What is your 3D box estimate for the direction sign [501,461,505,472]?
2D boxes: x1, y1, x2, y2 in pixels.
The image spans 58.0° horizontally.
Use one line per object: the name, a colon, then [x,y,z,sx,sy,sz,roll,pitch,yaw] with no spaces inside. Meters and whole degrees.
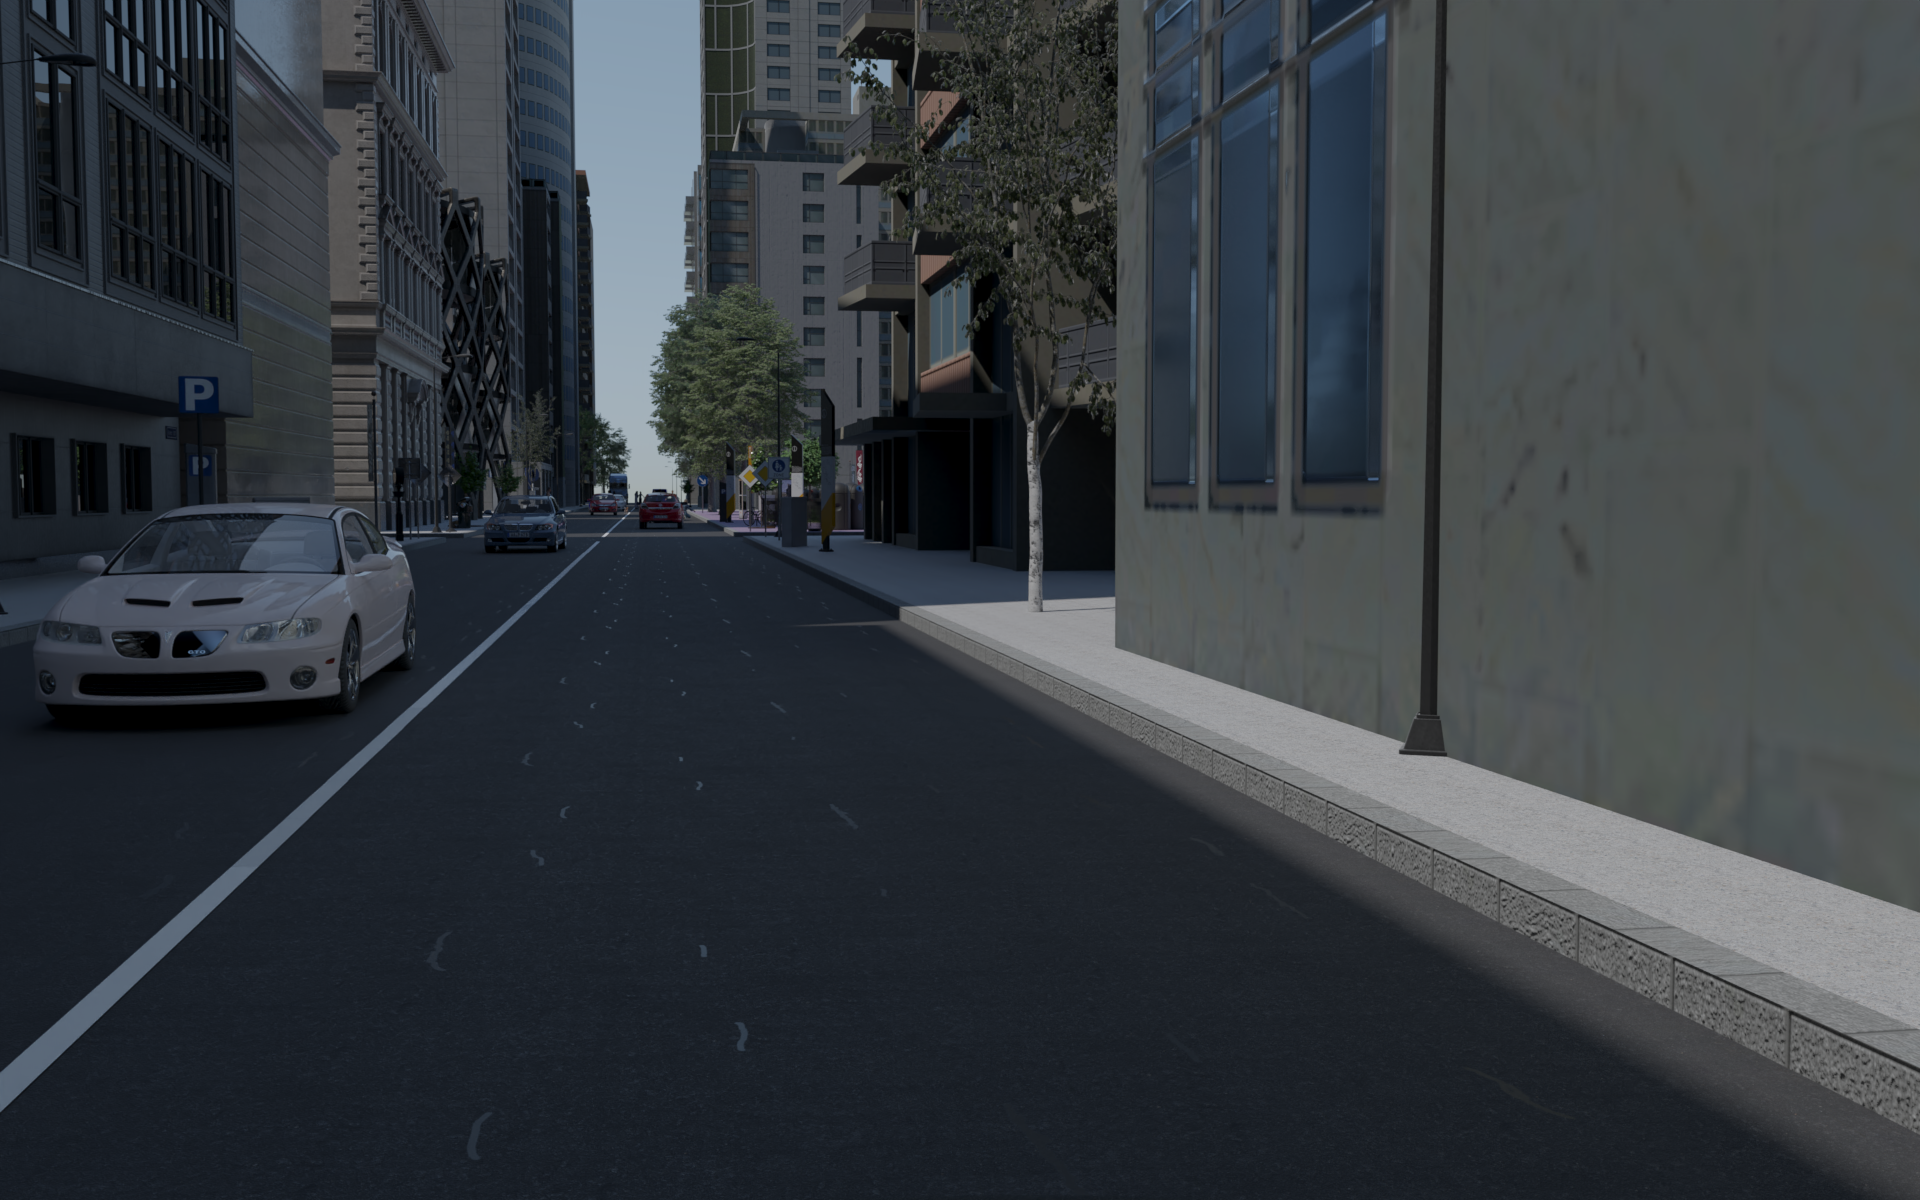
direction sign: [-30.876,-7.659,117.225,0.379,3.537,0.876,-2,4,-34]

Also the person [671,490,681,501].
person: [-22.420,-7.707,135.226,1.217,1.735,0.721,-1,4,-18]

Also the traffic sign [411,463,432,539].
traffic sign: [-15.580,-2.821,49.769,0.795,2.450,0.064,-1,4,-10]

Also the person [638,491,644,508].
person: [-34.089,-10.715,184.482,1.217,1.735,0.721,2,4,26]

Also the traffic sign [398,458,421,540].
traffic sign: [-15.465,-2.848,48.696,0.606,2.300,0.079,-1,4,-10]

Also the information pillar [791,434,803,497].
information pillar: [-6.397,-4.688,67.997,0.504,3.616,0.183,1,4,19]

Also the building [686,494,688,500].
building: [-28.372,-36.066,281.556,32.217,40.220,23.993,-1,4,-10]

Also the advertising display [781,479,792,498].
advertising display: [-7.282,-4.226,74.314,0.974,1.923,0.123,-3,4,-37]

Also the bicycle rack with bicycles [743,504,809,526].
bicycle rack with bicycles: [-7.284,-3.441,69.640,2.925,0.926,2.852,-1,4,-20]

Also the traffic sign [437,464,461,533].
traffic sign: [-16.988,-3.302,57.630,0.795,2.450,0.064,-1,4,-10]

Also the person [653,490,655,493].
person: [-25.084,-8.147,142.227,1.217,1.766,0.721,-2,4,-26]

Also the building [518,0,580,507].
building: [-50.392,-38.808,176.505,21.231,58.520,28.212,-1,4,-10]

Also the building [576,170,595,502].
building: [-59.503,-34.966,226.311,22.147,44.769,28.867,-1,4,-10]

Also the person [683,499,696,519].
person: [-15.633,-5.161,98.383,1.012,1.151,0.738,2,4,25]

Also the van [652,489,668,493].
van: [-34.974,-12.083,201.936,2.240,2.365,5.245,-1,4,-9]

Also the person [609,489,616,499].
person: [-29.323,-8.348,145.005,1.348,1.822,0.705,-3,5,-44]

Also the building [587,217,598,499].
building: [-64.025,-37.866,269.223,14.600,45.320,14.200,-1,4,-10]

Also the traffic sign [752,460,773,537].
traffic sign: [-5.788,-2.927,51.496,0.795,2.450,0.064,-1,4,-10]

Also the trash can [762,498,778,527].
trash can: [-7.312,-3.365,66.677,0.748,1.137,0.748,0,3,0]

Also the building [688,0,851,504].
building: [-25.550,-48.271,227.488,20.563,71.187,20.611,-1,4,-10]

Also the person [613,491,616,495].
person: [-31.689,-9.152,158.953,1.217,1.723,0.721,1,4,14]

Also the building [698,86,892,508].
building: [-9.391,-29.213,169.508,32.217,40.220,23.993,-1,4,-10]

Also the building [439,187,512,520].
building: [-36.268,-14.580,105.843,16.820,18.784,16.811,-1,4,-10]

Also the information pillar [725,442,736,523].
information pillar: [-10.254,-5.264,77.415,0.504,3.616,0.183,2,4,35]

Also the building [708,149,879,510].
building: [-14.653,-23.107,149.495,14.160,30.474,14.107,-1,4,-10]

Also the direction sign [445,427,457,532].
direction sign: [-17.302,-4.085,58.792,0.379,3.537,0.876,0,4,2]

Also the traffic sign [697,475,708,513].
traffic sign: [-17.282,-7.104,116.252,0.768,2.556,0.104,0,4,-7]

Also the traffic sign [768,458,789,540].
traffic sign: [-4.994,-2.791,47.765,0.606,2.300,0.079,0,4,-3]

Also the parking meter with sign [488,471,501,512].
parking meter with sign: [-33.275,-7.848,124.579,0.543,3.016,1.738,-3,5,-41]

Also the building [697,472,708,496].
building: [-15.412,-21.462,195.946,27.650,21.520,28.899,-1,4,-10]

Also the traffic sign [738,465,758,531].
traffic sign: [-7.195,-3.408,59.356,0.795,2.450,0.064,-1,4,-10]

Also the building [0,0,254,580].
building: [-19.070,-13.952,21.622,14.314,27.812,24.014,-1,4,-10]

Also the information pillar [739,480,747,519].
information pillar: [-11.112,-5.150,88.688,0.304,2.012,0.304,-3,5,-44]

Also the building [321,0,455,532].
building: [-25.954,-14.514,66.188,11.050,23.489,19.941,-1,4,-10]

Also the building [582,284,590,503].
building: [-65.190,-38.353,250.767,21.300,48.544,21.600,-1,4,-10]

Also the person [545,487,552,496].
person: [-21.691,-5.054,91.234,0.778,1.811,0.616,-1,4,-19]

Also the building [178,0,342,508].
building: [-25.910,-15.538,39.954,20.117,28.700,13.634,-1,4,-10]

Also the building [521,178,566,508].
building: [-43.499,-23.574,157.136,14.160,30.474,14.107,-1,4,-10]

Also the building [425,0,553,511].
building: [-43.740,-42.813,138.249,20.563,71.187,20.611,-1,4,-10]

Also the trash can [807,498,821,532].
trash can: [-4.991,-2.922,59.431,0.748,1.137,0.748,0,3,0]

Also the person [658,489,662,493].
person: [-24.259,-8.072,140.114,1.348,1.869,0.705,0,4,2]

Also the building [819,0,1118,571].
building: [8.941,-23.401,37.223,22.147,44.769,28.867,-1,4,-10]

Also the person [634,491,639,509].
person: [-31.483,-9.755,168.660,0.551,1.740,0.621,3,5,39]

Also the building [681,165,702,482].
building: [-28.915,-38.767,253.453,23.786,49.044,30.456,-1,4,-10]

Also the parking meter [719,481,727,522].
parking meter: [-10.847,-4.517,79.559,0.399,1.863,0.255,0,4,-6]

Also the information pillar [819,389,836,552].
information pillar: [-2.926,-2.874,38.341,0.183,3.616,0.504,-3,4,-36]
